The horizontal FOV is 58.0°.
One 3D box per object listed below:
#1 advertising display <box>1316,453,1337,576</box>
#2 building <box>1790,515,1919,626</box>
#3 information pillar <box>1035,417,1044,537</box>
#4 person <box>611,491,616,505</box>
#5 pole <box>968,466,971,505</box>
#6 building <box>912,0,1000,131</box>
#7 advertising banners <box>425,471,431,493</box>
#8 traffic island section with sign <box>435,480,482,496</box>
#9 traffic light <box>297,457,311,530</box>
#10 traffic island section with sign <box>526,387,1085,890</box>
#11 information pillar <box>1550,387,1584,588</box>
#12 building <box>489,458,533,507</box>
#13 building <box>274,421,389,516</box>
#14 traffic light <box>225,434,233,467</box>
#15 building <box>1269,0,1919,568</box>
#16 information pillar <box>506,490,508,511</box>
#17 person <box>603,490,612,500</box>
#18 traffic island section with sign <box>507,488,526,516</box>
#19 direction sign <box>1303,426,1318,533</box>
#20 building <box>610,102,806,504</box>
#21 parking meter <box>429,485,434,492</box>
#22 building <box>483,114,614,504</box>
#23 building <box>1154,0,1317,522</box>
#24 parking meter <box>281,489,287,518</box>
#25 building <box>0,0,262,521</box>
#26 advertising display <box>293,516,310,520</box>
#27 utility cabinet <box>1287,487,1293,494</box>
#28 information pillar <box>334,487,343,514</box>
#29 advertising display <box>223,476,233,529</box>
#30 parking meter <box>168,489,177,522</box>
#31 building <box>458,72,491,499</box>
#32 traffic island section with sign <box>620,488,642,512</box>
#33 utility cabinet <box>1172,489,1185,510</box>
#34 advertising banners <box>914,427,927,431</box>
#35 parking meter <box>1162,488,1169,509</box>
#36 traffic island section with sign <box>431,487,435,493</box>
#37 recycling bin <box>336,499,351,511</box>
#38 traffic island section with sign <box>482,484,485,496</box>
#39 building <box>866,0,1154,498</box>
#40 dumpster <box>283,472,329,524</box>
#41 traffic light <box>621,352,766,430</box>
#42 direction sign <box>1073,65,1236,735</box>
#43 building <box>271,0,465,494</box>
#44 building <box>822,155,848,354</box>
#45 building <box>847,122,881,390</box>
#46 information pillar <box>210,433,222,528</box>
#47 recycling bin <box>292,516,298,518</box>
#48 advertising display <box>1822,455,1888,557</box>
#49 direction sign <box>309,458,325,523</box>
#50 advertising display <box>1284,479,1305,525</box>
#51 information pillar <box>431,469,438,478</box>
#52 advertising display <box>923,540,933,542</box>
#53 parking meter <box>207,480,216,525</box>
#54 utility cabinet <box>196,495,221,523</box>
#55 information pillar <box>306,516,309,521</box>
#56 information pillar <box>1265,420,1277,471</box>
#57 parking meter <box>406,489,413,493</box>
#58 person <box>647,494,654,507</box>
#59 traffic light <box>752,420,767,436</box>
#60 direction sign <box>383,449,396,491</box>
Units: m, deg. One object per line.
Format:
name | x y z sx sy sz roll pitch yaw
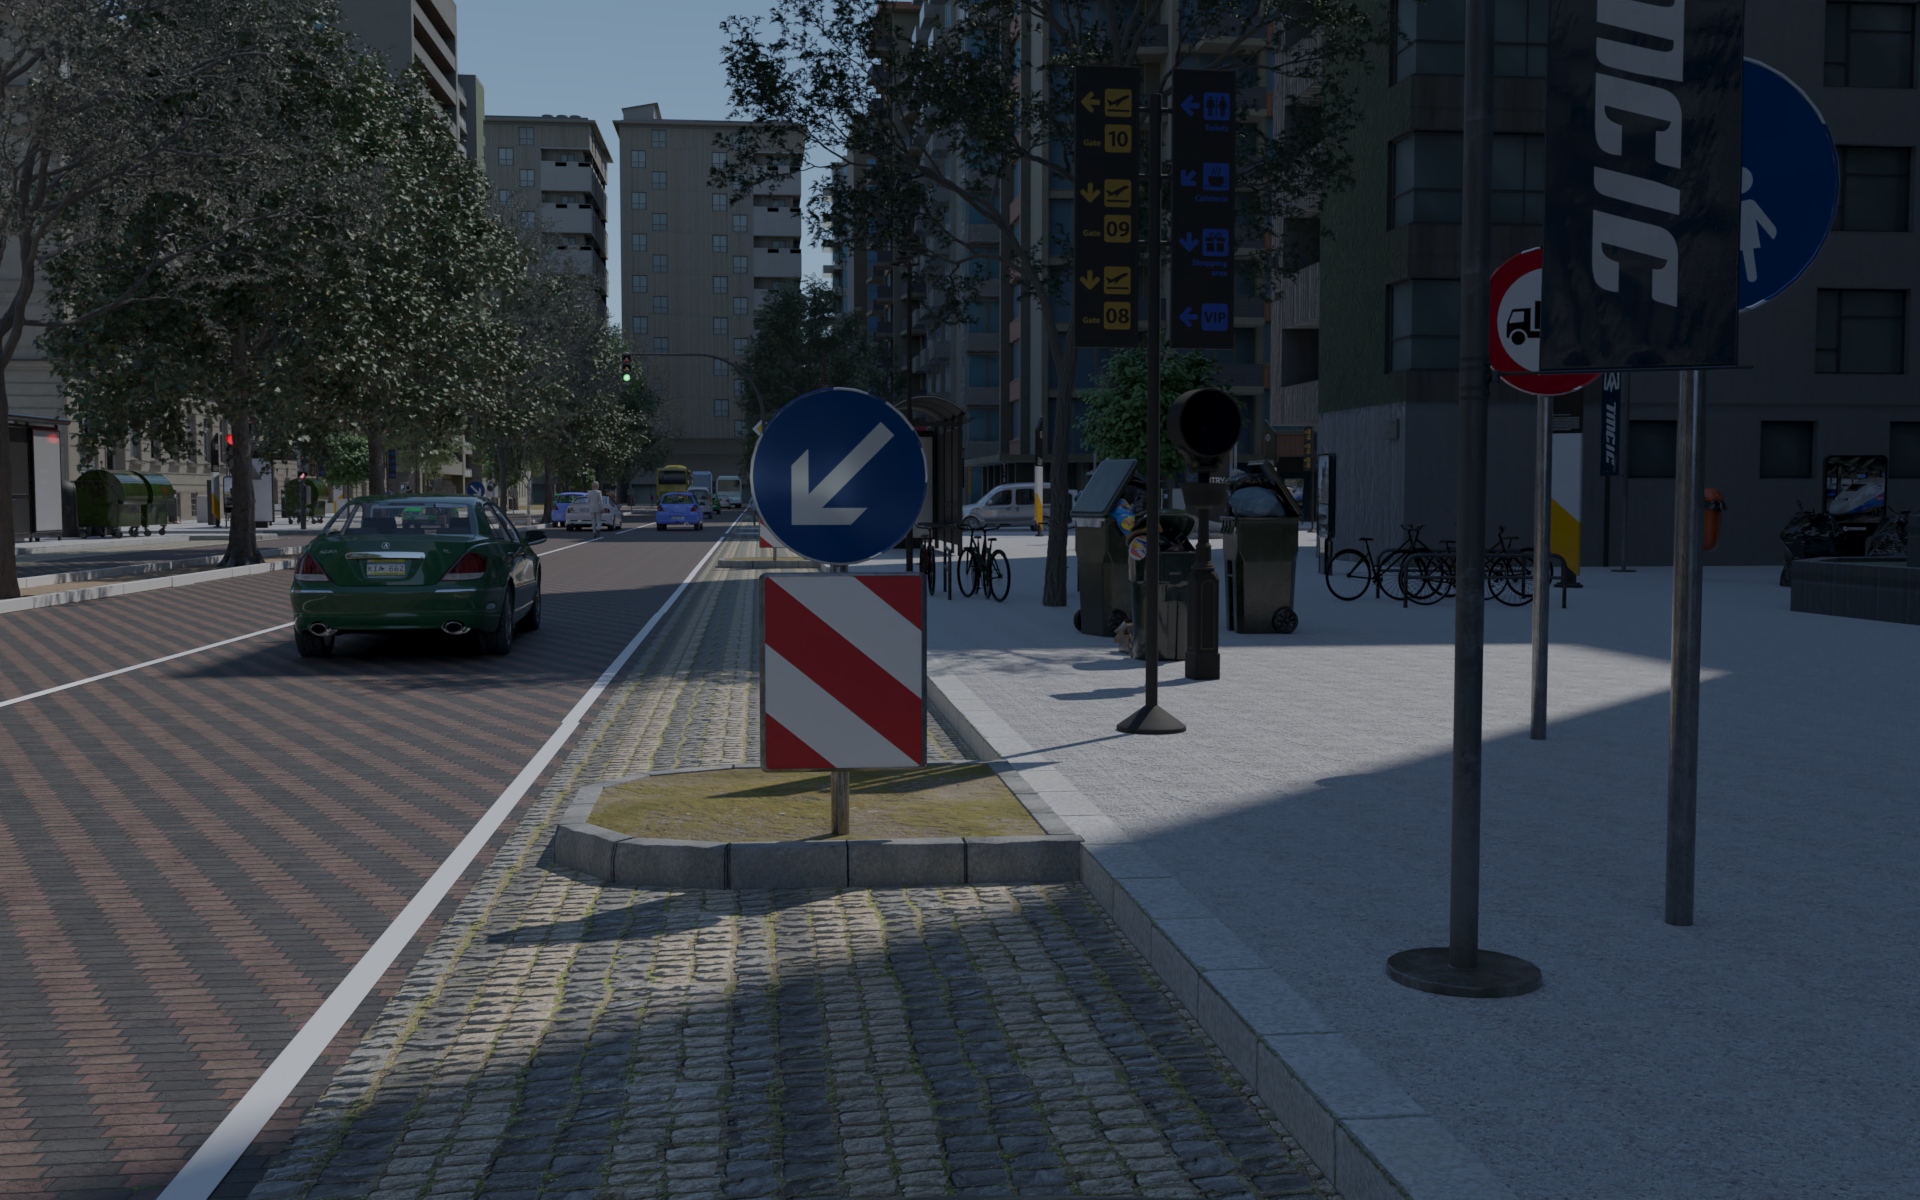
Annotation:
advertising display | 5.845 -1.373 27.659 0.123 1.923 0.974 0 4 1
building | 19.946 -28.466 7.418 21.231 58.520 28.212 0 4 -7
information pillar | 2.380 -3.720 52.177 0.183 3.616 0.504 1 4 21
person | -33.613 -9.674 167.207 0.750 1.759 0.617 -2 4 -31
pole | 0.577 -7.017 108.567 0.158 3.312 0.155 0 3 0
building | 8.289 -30.959 125.787 23.786 49.044 30.456 0 4 -7
advertising banners | -33.755 -6.955 109.898 0.090 3.025 2.074 -2 4 -26
traffic island section with sign | -16.620 -2.899 55.539 2.006 1.907 1.989 0 4 -7
traffic light | -21.607 -5.382 62.666 4.771 5.953 1.251 0 4 -7
traffic island section with sign | -0.636 0.088 7.196 1.989 1.847 2.006 0 4 -7
information pillar | 8.283 -1.978 23.702 0.504 3.616 0.183 3 4 37
building | -63.279 -21.039 189.020 28.899 21.520 27.650 0 4 -7
building | -47.393 -18.156 115.943 14.460 24.649 34.723 0 4 -7
traffic light | -22.754 -4.008 54.459 0.839 4.253 0.868 0 4 -7
building | 13.910 -16.219 36.876 14.160 30.474 14.107 0 4 -7
information pillar | -34.741 -7.819 132.336 0.304 2.012 0.304 -1 4 -19
person | -30.191 -8.513 147.817 0.705 1.807 1.348 3 5 40
traffic island section with sign | -29.345 -6.431 113.778 1.989 1.847 2.006 0 4 -7
direction sign | 11.716 -4.005 57.473 0.379 3.537 0.876 -2 4 -33
building | -33.237 -39.957 242.528 27.495 52.752 28.713 0 4 -7
parking meter | -33.966 -6.461 111.347 0.255 1.863 0.399 -2 4 -35
building | -60.578 -39.779 239.622 27.495 52.752 28.713 0 4 -7
building | 14.818 -26.389 86.079 28.867 44.769 22.147 0 4 -7
parking meter | -36.213 -5.167 92.890 0.372 1.533 0.369 0 3 0
building | -44.782 -15.248 82.581 16.112 22.955 30.059 0 4 -7
advertising display | -32.551 -4.915 85.577 0.974 1.923 0.123 1 4 14
utility cabinet | 10.145 -2.878 55.739 1.173 1.500 0.318 -2 4 -28
information pillar | -33.110 -6.166 92.161 0.183 3.616 0.504 3 5 40
advertising display | -26.548 -3.572 63.620 0.974 1.923 0.123 0 4 -1
parking meter | -35.214 -4.221 77.431 0.372 1.533 0.369 0 3 0
building | -52.779 -29.337 163.250 14.154 41.232 14.086 0 4 -7
traffic island section with sign | -26.144 -7.914 137.536 2.006 1.907 1.989 0 4 -7
utility cabinet | 9.336 -3.821 71.159 1.173 1.500 0.318 2 4 27
advertising banners | -1.820 -2.873 43.153 2.074 3.025 0.090 -1 4 -14
parking meter | 8.663 -3.973 73.370 0.372 1.533 0.369 0 3 0
traffic island section with sign | -26.238 -4.793 86.998 1.989 1.847 2.006 0 4 -7
recycling bin | -32.172 -4.777 90.652 0.722 1.027 0.722 0 4 -2
traffic island section with sign | -17.465 -3.349 62.898 2.006 1.907 1.989 0 4 -7
building | 2.985 -30.648 155.726 22.147 44.769 28.867 0 4 -7
dumpster | -27.997 -4.380 74.103 1.502 2.255 1.985 0 4 -7
traffic light | -8.472 -4.974 55.986 4.771 5.953 1.251 0 4 -7
direction sign | 1.040 -1.059 9.305 0.876 3.537 0.379 -1 4 -9
building | -54.511 -31.877 144.898 21.300 48.544 21.600 0 4 -7
building | -4.115 -38.155 243.445 30.456 49.044 23.786 0 4 -7
building | -5.783 -33.698 201.068 14.600 45.320 14.200 0 4 -7
information pillar | -28.284 -4.553 65.804 0.183 3.616 0.504 0 4 4
recycling bin | -36.173 -4.990 94.147 0.722 1.027 0.722 3 4 36
advertising display | 14.759 -1.430 28.598 0.974 1.923 0.123 0 4 8
direction sign | -28.317 -5.155 76.289 0.876 3.537 0.379 2 4 25
advertising display | 14.014 -4.125 72.650 0.974 1.923 0.123 3 5 45
information pillar | -39.557 -8.511 130.503 0.504 3.616 0.183 -1 4 -21
advertising display | -0.866 -2.493 45.979 0.123 1.923 0.974 -2 4 -33
parking meter | -30.750 -4.009 71.258 0.255 1.863 0.399 1 4 15
utility cabinet | -33.570 -4.049 77.369 1.020 1.237 0.306 1 4 11
information pillar | -30.902 -5.509 81.420 0.183 3.616 0.504 1 4 17
information pillar | 9.791 -3.872 54.668 0.183 3.616 0.504 -2 4 -31
parking meter | -30.432 -5.340 95.713 0.372 1.533 0.369 0 3 0
person | -31.427 -10.082 176.558 0.991 1.433 0.599 -2 4 -28
traffic light | -7.325 -4.610 64.299 0.839 4.253 0.868 0 4 -7
direction sign | -28.950 -5.842 87.513 0.876 3.537 0.379 -1 4 -22
